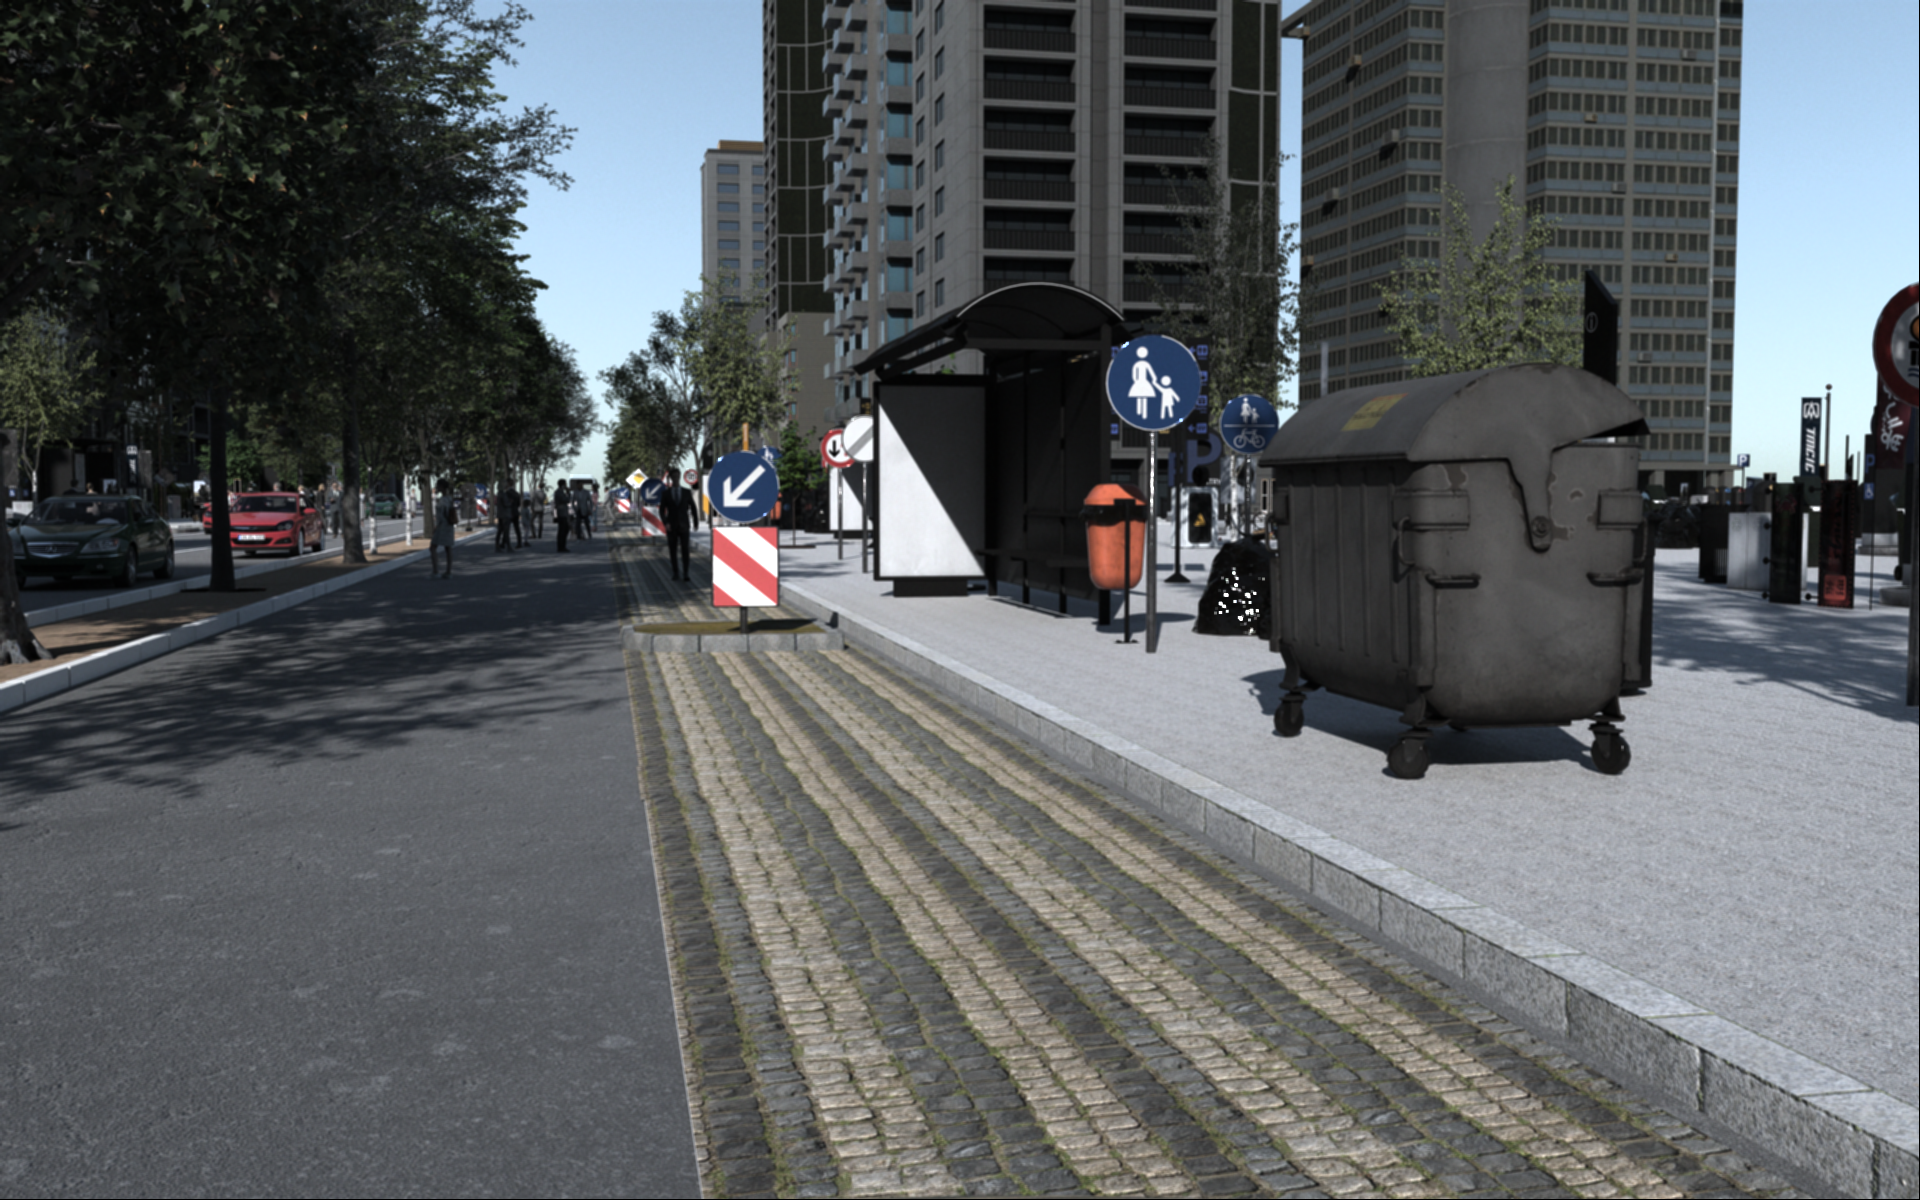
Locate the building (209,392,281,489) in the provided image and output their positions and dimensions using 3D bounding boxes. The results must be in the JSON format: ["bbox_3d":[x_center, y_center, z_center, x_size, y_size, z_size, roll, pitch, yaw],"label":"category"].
[{"bbox_3d":[-74.074,-31.655,167.673,14.600,45.320,14.200,-1,4,-12],"label":"building"}]

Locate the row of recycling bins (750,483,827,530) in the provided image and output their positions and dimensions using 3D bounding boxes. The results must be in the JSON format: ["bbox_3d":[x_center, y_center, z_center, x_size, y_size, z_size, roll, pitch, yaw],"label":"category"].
[{"bbox_3d":[-5.994,-3.370,62.217,3.534,1.692,1.069,-2,4,-32],"label":"row of recycling bins"}]

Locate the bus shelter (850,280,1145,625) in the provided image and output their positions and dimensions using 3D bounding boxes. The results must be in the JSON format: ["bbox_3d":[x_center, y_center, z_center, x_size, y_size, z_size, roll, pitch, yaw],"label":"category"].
[{"bbox_3d":[0.216,-1.542,19.128,2.014,3.302,5.546,-1,4,-12],"label":"bus shelter"}]

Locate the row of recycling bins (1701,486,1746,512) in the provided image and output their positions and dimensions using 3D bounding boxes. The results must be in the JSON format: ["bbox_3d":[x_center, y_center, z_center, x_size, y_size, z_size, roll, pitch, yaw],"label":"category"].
[{"bbox_3d":[40.277,-5.107,90.604,3.534,1.692,1.069,-1,4,-18],"label":"row of recycling bins"}]

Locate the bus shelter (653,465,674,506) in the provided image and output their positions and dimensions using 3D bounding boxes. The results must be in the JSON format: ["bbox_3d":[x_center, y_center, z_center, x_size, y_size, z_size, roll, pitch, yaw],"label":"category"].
[{"bbox_3d":[-24.282,-9.197,141.652,1.731,3.624,6.357,-1,4,-12],"label":"bus shelter"}]

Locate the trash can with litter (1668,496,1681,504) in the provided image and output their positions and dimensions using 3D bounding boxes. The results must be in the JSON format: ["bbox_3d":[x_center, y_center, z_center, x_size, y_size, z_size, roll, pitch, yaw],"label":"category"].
[{"bbox_3d":[26.982,-3.377,66.266,1.678,1.210,2.233,-3,5,-40],"label":"trash can with litter"}]

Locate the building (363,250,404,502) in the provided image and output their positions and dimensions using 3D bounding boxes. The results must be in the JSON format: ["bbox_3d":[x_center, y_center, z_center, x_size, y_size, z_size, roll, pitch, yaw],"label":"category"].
[{"bbox_3d":[-100.346,-44.644,271.930,21.231,58.520,28.212,-1,4,-12],"label":"building"}]

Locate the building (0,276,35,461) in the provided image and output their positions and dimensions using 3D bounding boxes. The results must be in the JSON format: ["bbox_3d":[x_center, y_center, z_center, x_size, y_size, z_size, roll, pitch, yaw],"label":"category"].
[{"bbox_3d":[-59.271,-15.283,91.673,13.314,21.916,24.055,-1,4,-12],"label":"building"}]

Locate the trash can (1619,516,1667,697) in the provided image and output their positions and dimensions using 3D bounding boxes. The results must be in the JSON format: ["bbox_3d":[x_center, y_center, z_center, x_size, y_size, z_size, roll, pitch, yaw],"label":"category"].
[{"bbox_3d":[4.128,0.032,11.127,0.748,1.137,0.748,0,3,0],"label":"trash can"}]

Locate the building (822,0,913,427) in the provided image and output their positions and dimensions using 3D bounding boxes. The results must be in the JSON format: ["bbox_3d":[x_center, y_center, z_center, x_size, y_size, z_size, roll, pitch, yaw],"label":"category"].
[{"bbox_3d":[1.510,-31.434,133.553,23.786,49.044,30.456,-1,4,-12],"label":"building"}]

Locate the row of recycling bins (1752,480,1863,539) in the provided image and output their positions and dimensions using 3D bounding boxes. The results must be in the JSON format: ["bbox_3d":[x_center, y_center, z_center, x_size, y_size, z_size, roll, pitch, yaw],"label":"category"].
[{"bbox_3d":[25.087,-2.661,50.626,3.534,1.692,1.069,2,4,25],"label":"row of recycling bins"}]

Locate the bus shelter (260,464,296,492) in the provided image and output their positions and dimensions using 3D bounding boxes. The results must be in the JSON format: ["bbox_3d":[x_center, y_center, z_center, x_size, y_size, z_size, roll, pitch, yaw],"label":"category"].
[{"bbox_3d":[-47.962,-8.018,122.379,1.731,3.624,6.357,-1,4,-12],"label":"bus shelter"}]

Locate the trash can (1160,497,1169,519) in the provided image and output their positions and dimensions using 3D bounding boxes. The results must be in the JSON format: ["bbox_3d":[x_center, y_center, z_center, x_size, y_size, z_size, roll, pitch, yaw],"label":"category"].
[{"bbox_3d":[10.556,-4.706,88.592,0.748,1.137,0.748,0,3,0],"label":"trash can"}]

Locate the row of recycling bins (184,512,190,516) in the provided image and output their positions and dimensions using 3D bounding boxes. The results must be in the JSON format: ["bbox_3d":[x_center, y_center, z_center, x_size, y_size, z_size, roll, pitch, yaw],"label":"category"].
[{"bbox_3d":[-44.255,-5.770,101.455,1.069,1.692,3.534,0,4,7],"label":"row of recycling bins"}]

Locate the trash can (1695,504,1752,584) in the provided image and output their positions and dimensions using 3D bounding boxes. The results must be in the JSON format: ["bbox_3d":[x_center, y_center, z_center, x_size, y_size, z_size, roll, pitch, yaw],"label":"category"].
[{"bbox_3d":[11.002,-0.816,24.995,0.748,1.137,0.748,0,3,0],"label":"trash can"}]

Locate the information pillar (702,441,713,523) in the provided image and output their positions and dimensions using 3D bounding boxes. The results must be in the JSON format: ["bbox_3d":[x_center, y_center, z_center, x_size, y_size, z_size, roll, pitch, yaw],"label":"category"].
[{"bbox_3d":[-10.980,-5.151,75.573,0.504,3.616,0.183,-2,4,-25],"label":"information pillar"}]

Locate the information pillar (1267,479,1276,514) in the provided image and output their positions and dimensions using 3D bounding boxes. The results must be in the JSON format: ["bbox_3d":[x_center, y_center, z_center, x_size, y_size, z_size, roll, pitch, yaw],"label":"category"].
[{"bbox_3d":[15.673,-5.021,86.578,0.304,2.012,0.304,0,4,1],"label":"information pillar"}]

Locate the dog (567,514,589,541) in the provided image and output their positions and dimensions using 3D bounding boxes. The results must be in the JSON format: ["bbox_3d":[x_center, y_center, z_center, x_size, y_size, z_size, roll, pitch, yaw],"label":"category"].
[{"bbox_3d":[-11.684,-2.228,53.260,0.800,0.831,0.513,0,4,0],"label":"dog"}]

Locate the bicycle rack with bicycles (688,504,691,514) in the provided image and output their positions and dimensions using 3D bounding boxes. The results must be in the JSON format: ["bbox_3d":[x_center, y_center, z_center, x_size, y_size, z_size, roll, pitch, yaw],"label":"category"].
[{"bbox_3d":[-16.563,-6.056,112.389,2.852,0.926,2.925,-3,4,-36],"label":"bicycle rack with bicycles"}]

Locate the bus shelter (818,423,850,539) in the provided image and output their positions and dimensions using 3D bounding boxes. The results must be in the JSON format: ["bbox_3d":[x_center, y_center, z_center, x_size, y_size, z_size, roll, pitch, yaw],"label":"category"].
[{"bbox_3d":[-2.479,-3.233,46.781,2.014,3.302,5.546,-1,4,-12],"label":"bus shelter"}]

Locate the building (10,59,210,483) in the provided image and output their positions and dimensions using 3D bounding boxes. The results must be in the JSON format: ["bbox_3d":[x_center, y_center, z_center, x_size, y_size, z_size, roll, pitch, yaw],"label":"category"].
[{"bbox_3d":[-74.692,-43.456,148.759,20.563,71.187,20.611,-1,4,-12],"label":"building"}]

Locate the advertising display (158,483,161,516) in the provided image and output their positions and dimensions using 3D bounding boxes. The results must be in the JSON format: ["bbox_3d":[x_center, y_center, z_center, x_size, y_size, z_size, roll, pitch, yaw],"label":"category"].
[{"bbox_3d":[-41.061,-5.117,88.882,0.123,1.923,0.974,-2,4,-24],"label":"advertising display"}]

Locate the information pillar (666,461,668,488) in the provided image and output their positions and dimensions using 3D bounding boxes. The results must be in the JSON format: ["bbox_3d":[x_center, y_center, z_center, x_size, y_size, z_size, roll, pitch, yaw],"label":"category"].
[{"bbox_3d":[-18.899,-7.371,111.878,0.183,3.616,0.504,0,4,4],"label":"information pillar"}]

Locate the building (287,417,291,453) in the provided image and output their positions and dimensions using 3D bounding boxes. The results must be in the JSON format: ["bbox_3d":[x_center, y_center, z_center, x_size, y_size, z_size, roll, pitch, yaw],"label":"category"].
[{"bbox_3d":[-78.049,-30.495,182.179,14.154,41.232,14.086,-1,4,-12],"label":"building"}]

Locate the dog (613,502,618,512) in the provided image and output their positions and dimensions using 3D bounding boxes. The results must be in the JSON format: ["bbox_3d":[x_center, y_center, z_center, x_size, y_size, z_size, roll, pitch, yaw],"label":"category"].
[{"bbox_3d":[-27.913,-7.565,140.523,0.513,0.831,0.800,-2,4,-23],"label":"dog"}]

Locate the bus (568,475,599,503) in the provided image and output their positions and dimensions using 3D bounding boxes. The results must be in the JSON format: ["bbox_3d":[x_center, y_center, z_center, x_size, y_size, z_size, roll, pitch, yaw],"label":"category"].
[{"bbox_3d":[-38.009,-11.009,174.853,2.948,3.499,13.247,-1,4,-11],"label":"bus"}]

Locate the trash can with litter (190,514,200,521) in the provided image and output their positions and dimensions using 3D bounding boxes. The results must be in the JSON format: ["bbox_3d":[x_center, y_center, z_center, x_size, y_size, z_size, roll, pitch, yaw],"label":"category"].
[{"bbox_3d":[-36.757,-4.440,83.989,1.055,1.170,0.624,-2,4,-31],"label":"trash can with litter"}]

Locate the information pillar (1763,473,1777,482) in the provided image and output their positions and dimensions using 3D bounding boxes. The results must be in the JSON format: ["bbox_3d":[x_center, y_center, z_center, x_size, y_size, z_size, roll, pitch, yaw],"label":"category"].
[{"bbox_3d":[27.929,-3.381,59.771,0.304,2.012,0.304,-2,4,-27],"label":"information pillar"}]

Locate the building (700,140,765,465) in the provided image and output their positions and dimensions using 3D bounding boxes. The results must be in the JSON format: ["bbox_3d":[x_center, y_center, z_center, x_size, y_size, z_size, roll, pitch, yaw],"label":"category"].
[{"bbox_3d":[-33.339,-46.093,295.619,21.231,58.520,28.212,-1,4,-12],"label":"building"}]

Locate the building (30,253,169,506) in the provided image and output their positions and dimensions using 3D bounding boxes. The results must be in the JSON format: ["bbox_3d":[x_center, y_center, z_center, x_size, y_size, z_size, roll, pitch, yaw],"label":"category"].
[{"bbox_3d":[-65.359,-18.454,120.803,14.460,24.649,34.723,-1,4,-12],"label":"building"}]

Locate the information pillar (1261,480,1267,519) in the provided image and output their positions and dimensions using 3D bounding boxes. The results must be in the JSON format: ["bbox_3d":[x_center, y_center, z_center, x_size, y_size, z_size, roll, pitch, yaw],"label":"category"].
[{"bbox_3d":[15.539,-5.128,88.333,0.304,2.012,0.304,1,4,12],"label":"information pillar"}]

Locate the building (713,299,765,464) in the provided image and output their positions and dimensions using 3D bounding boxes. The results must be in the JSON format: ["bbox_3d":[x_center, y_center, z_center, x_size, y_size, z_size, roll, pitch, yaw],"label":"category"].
[{"bbox_3d":[-29.379,-29.911,260.743,14.160,30.474,14.107,-1,4,-12],"label":"building"}]

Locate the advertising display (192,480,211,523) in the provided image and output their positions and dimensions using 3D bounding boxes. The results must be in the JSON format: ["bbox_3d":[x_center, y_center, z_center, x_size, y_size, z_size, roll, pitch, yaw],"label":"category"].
[{"bbox_3d":[-34.123,-4.461,78.151,0.974,1.923,0.123,-3,5,-43],"label":"advertising display"}]

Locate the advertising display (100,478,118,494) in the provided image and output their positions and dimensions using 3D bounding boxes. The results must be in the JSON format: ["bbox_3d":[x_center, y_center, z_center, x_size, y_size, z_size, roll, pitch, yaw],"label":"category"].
[{"bbox_3d":[-34.789,-4.014,70.840,0.123,1.923,0.974,0,4,7],"label":"advertising display"}]

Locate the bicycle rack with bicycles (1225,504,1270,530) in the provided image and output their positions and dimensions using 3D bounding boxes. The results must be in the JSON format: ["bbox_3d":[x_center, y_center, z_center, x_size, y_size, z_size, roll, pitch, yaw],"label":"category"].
[{"bbox_3d":[9.372,-3.015,62.681,2.925,0.926,2.852,3,5,39],"label":"bicycle rack with bicycles"}]

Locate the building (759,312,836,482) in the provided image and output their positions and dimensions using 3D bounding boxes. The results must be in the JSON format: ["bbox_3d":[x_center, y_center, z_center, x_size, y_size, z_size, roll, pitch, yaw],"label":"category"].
[{"bbox_3d":[-5.807,-20.583,181.571,27.650,21.520,28.899,-1,4,-12],"label":"building"}]

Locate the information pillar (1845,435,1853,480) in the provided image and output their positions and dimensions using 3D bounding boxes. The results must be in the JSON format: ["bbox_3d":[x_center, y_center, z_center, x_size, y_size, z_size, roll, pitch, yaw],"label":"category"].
[{"bbox_3d":[35.342,-4.754,69.077,0.183,3.616,0.504,2,4,26],"label":"information pillar"}]

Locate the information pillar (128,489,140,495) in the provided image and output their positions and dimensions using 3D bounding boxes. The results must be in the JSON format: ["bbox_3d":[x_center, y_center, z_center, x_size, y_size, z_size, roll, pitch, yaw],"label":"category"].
[{"bbox_3d":[-54.686,-7.526,114.398,0.183,3.616,0.504,3,5,43],"label":"information pillar"}]

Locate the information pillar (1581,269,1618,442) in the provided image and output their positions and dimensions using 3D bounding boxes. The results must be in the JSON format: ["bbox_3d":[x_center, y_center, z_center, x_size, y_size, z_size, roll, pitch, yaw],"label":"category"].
[{"bbox_3d":[6.601,-1.626,17.945,0.183,3.616,0.504,-1,4,-13],"label":"information pillar"}]

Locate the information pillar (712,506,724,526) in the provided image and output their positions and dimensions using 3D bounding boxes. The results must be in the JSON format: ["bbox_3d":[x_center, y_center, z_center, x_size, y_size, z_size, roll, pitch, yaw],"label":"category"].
[{"bbox_3d":[-8.758,-3.556,62.628,0.304,2.012,0.304,3,4,36],"label":"information pillar"}]

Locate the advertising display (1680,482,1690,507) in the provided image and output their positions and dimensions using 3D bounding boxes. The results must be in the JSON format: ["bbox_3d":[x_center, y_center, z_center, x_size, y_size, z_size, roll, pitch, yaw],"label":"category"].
[{"bbox_3d":[39.700,-5.483,94.856,0.123,1.923,0.974,0,4,-2],"label":"advertising display"}]

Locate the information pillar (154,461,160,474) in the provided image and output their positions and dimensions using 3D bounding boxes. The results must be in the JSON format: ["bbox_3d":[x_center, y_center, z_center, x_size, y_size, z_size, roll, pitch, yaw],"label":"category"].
[{"bbox_3d":[-56.346,-7.972,121.691,0.504,3.616,0.183,-2,4,-24],"label":"information pillar"}]

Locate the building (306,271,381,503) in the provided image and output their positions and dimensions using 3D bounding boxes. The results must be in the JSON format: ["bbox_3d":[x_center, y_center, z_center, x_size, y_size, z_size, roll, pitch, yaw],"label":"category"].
[{"bbox_3d":[-100.102,-33.875,245.731,32.217,40.220,23.993,-1,4,-12],"label":"building"}]

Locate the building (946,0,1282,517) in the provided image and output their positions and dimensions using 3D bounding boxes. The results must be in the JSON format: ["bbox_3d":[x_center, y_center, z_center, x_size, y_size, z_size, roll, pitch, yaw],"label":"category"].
[{"bbox_3d":[8.957,-40.686,103.471,20.611,71.187,20.563,-1,4,-12],"label":"building"}]

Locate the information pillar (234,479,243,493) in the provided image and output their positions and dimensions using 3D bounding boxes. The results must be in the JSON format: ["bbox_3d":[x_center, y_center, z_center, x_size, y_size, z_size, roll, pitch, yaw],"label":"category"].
[{"bbox_3d":[-35.461,-4.933,85.142,0.304,2.012,0.304,0,4,-5],"label":"information pillar"}]

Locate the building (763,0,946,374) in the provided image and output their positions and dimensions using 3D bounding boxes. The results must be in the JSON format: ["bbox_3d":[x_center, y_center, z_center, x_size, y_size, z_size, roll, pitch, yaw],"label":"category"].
[{"bbox_3d":[-14.084,-46.809,203.576,20.563,71.187,20.611,-1,4,-12],"label":"building"}]

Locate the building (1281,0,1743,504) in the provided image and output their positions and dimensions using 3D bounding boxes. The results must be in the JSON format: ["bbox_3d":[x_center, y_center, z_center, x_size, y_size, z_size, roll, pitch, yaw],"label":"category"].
[{"bbox_3d":[37.559,-25.922,115.700,23.993,40.220,32.217,-1,4,-12],"label":"building"}]

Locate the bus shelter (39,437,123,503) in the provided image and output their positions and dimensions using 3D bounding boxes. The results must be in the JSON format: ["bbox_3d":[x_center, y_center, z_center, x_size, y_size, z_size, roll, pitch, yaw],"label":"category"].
[{"bbox_3d":[-37.373,-5.045,73.773,1.731,3.624,6.357,-1,4,-12],"label":"bus shelter"}]

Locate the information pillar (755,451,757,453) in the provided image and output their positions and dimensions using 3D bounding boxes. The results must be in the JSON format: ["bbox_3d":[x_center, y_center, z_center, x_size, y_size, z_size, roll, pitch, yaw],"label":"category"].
[{"bbox_3d":[-10.991,-6.179,92.383,0.183,3.616,0.504,3,4,38],"label":"information pillar"}]

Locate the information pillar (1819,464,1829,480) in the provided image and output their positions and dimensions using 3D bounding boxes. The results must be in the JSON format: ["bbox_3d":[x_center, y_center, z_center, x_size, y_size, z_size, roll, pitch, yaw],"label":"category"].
[{"bbox_3d":[21.309,-2.353,42.965,0.304,2.012,0.304,0,4,5],"label":"information pillar"}]

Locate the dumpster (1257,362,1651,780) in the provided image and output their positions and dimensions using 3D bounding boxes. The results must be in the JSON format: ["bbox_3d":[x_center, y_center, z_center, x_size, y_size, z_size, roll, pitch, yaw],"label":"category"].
[{"bbox_3d":[2.376,-0.168,8.510,1.264,1.857,1.865,-1,4,-12],"label":"dumpster"}]
